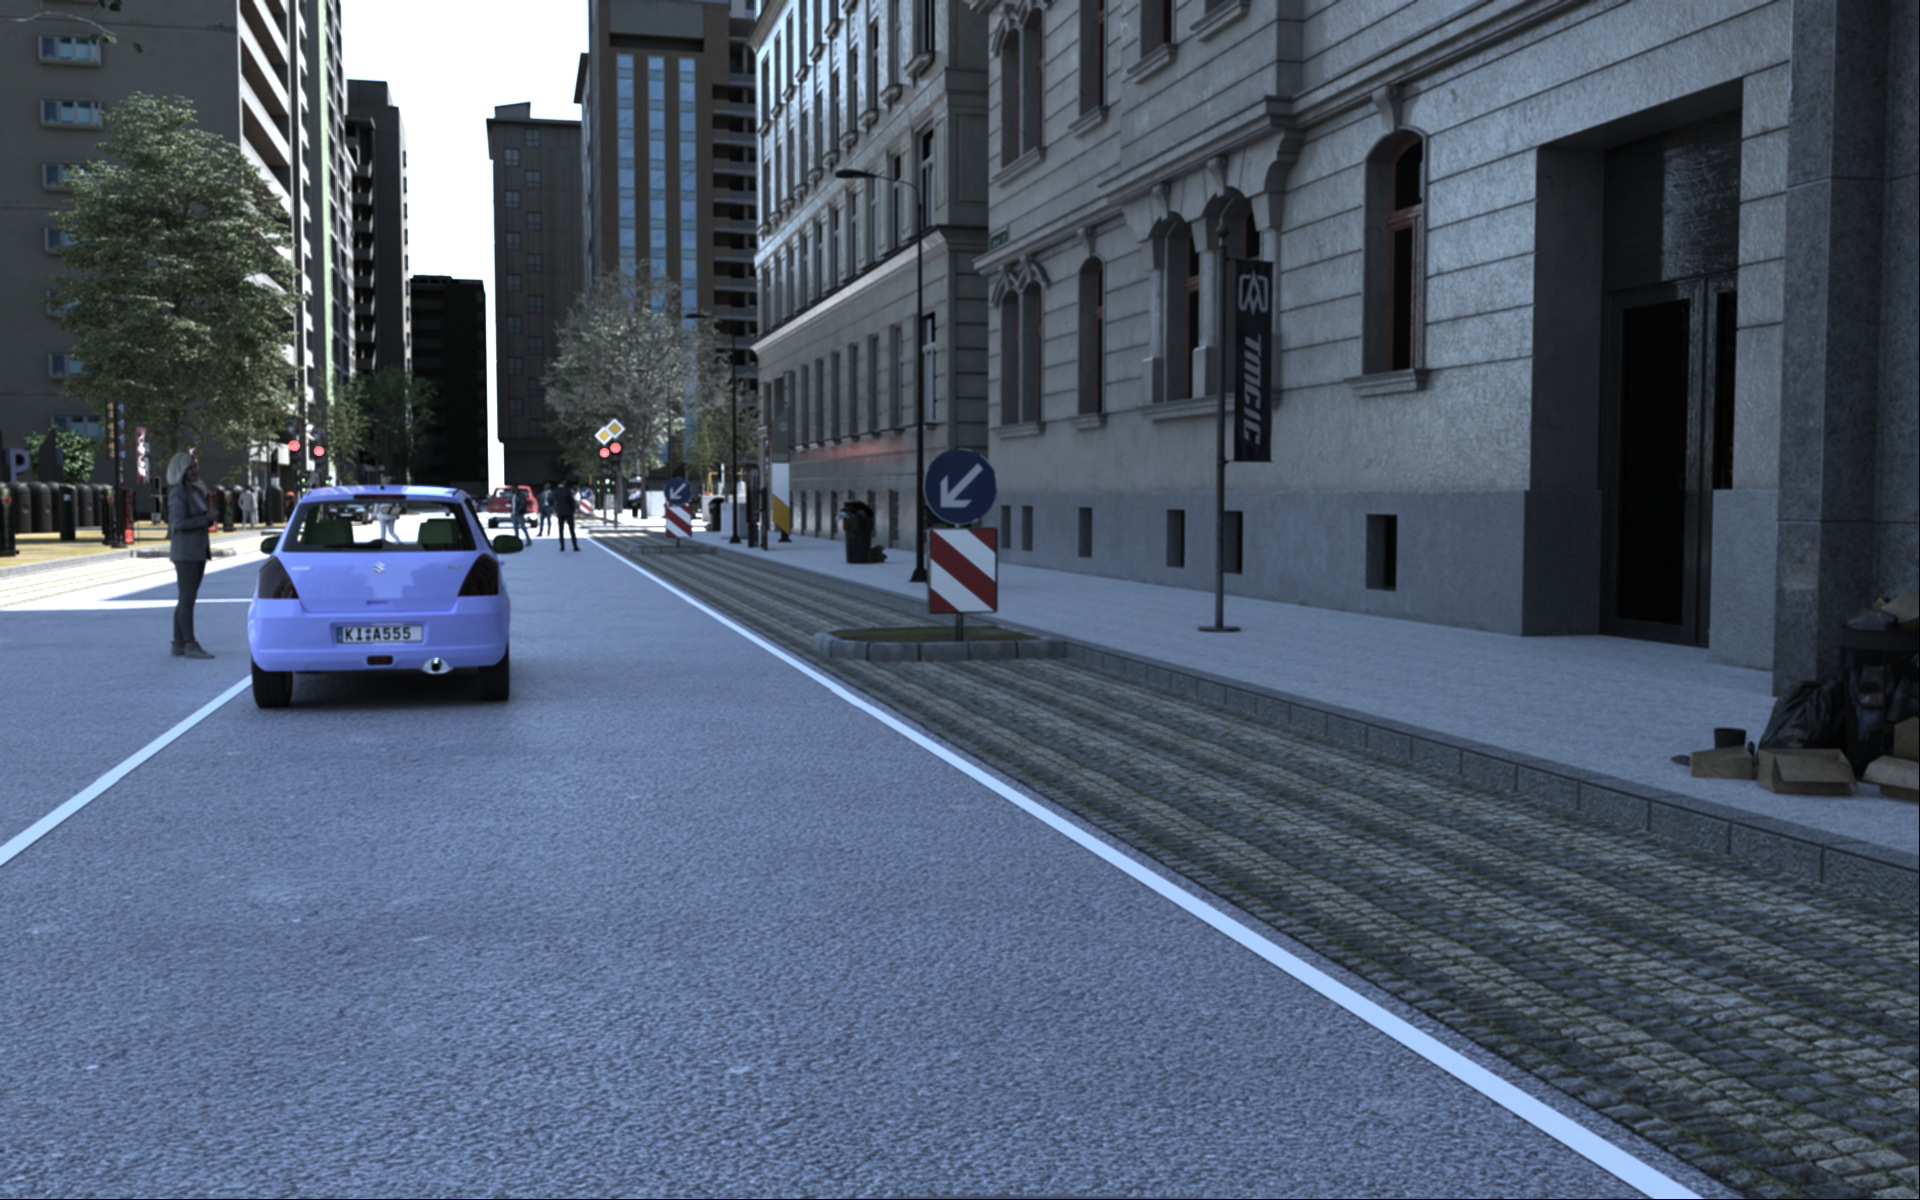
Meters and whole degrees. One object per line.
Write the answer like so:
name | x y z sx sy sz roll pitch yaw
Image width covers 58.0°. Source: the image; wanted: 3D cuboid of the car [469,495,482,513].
car | -37.746 -7.382 133.277 1.945 1.354 3.894 -1 4 -13

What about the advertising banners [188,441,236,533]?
advertising banners | -24.915 -3.758 57.627 0.090 3.025 2.074 1 4 20

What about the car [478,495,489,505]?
car | -54.615 -11.398 198.929 1.945 1.354 3.894 -1 4 -13

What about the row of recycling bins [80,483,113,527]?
row of recycling bins | -34.067 -3.694 67.517 1.069 1.692 3.534 0 4 2

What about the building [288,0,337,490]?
building | -51.129 -26.589 118.325 14.154 41.232 14.086 -1 4 -14

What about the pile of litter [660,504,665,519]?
pile of litter | -14.981 -4.658 90.122 1.176 0.858 1.719 -2 4 -28

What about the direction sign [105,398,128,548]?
direction sign | -20.057 -3.010 41.205 0.379 3.537 0.876 0 4 -1

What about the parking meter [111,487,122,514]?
parking meter | -28.293 -3.040 58.117 0.372 1.533 0.369 0 3 0

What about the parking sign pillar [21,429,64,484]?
parking sign pillar | -37.843 -5.115 72.107 1.447 3.967 1.447 3 4 37

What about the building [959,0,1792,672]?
building | 9.207 -14.440 23.481 14.401 28.519 23.554 -1 4 -14

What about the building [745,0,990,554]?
building | 3.236 -13.270 50.248 16.112 22.955 30.059 -1 4 -14

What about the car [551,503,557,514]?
car | -29.100 -6.980 126.708 1.945 1.354 3.894 -1 4 -15

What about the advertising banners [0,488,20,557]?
advertising banners | -19.543 -2.346 34.543 0.090 3.025 2.074 0 4 8

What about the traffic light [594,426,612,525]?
traffic light | -14.739 -5.064 71.715 0.839 4.253 0.868 -1 4 -14

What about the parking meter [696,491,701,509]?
parking meter | -22.313 -8.529 147.853 0.372 1.533 0.369 0 3 0

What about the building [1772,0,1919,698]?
building | 13.431 -11.258 2.095 12.078 24.808 19.932 -1 4 -14

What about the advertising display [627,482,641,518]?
advertising display | -17.745 -5.464 94.556 0.974 1.923 0.123 2 4 30

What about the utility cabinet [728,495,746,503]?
utility cabinet | -11.874 -4.982 92.613 1.020 1.237 0.306 -2 4 -29

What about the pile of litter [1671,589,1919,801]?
pile of litter | 4.000 0.392 7.556 1.176 0.858 1.719 -2 4 -24

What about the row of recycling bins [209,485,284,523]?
row of recycling bins | -31.572 -4.246 76.540 3.534 1.692 1.069 0 4 8

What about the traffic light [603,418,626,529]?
traffic light | -12.751 -4.591 63.981 0.839 4.253 0.868 -1 4 -14

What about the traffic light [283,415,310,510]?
traffic light | -23.461 -4.422 61.221 0.839 4.253 0.868 -1 4 -14

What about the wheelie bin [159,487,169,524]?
wheelie bin | -34.103 -4.100 74.943 0.980 1.594 0.693 -2 4 -28

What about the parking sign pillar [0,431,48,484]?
parking sign pillar | -40.437 -5.247 74.259 1.447 3.967 1.447 1 4 17

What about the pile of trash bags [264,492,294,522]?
pile of trash bags | -31.172 -4.299 80.037 1.912 1.369 3.447 -1 4 -14

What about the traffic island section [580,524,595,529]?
traffic island section | -14.698 -3.031 71.840 2.009 0.180 2.903 -1 4 -14

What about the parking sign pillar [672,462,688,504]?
parking sign pillar | -23.416 -9.569 144.927 1.447 3.967 1.447 2 4 24

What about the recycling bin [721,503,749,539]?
recycling bin | -6.339 -2.256 49.439 0.722 1.027 0.722 3 4 37

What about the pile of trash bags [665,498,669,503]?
pile of trash bags | -21.844 -7.110 125.999 1.912 1.369 3.447 -2 4 -29

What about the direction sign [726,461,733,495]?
direction sign | -15.460 -7.635 116.832 0.876 3.537 0.379 2 4 33

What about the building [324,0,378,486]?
building | -61.209 -43.354 147.094 20.563 71.187 20.611 -1 4 -14

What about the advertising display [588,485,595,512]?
advertising display | -26.011 -7.157 122.230 0.123 1.923 0.974 -2 4 -33

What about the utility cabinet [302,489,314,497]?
utility cabinet | -31.244 -4.561 83.246 0.318 1.500 1.173 -3 5 -43

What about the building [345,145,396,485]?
building | -72.610 -29.182 169.001 32.217 40.220 23.993 -1 4 -14

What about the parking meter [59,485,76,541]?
parking meter | -24.567 -2.400 47.651 0.372 1.533 0.369 0 3 0

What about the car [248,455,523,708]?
car | -4.286 -0.213 13.075 1.945 1.707 3.694 -1 4 -16

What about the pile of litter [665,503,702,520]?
pile of litter | -13.534 -4.421 86.242 1.719 0.858 1.176 3 4 36

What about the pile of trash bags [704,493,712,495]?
pile of trash bags | -13.887 -5.821 104.925 3.447 1.369 1.912 0 4 3

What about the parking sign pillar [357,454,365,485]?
parking sign pillar | -40.637 -7.890 117.470 1.447 3.967 1.447 -1 4 -22

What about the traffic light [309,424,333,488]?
traffic light | -25.450 -4.895 68.956 0.839 4.253 0.868 -1 4 -14

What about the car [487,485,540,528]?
car | -19.064 -3.994 73.979 2.281 1.827 5.304 -1 4 -13

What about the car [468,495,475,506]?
car | -32.516 -6.147 112.508 2.014 1.417 4.499 -1 4 -15

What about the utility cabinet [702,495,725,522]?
utility cabinet | -11.186 -4.122 78.556 1.020 1.237 0.306 -1 4 -18

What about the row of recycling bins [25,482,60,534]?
row of recycling bins | -30.606 -3.033 56.710 1.069 1.692 3.534 1 4 10

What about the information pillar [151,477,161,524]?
information pillar | -35.052 -4.343 75.494 0.304 2.012 0.304 -3 5 -44

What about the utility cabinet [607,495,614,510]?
utility cabinet | -28.070 -7.815 138.930 1.020 1.237 0.306 0 4 -8

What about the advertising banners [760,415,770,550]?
advertising banners | -4.456 -2.651 39.536 0.090 3.025 2.074 -1 4 -10

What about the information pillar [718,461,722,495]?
information pillar | -17.216 -8.123 124.170 0.183 3.616 0.504 -2 4 -31

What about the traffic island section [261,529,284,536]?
traffic island section | -23.502 -2.389 61.346 2.009 0.180 2.903 -1 4 -14

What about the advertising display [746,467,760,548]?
advertising display | -4.997 -2.239 41.821 0.123 1.923 0.974 0 4 6

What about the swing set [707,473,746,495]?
swing set | -16.966 -7.969 127.905 3.119 2.851 2.862 -1 4 -21

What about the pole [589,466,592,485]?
pole | -27.264 -8.190 127.746 0.158 3.312 0.155 0 3 0

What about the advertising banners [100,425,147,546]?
advertising banners | -21.051 -2.906 43.701 0.090 3.025 2.074 0 4 5

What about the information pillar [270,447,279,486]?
information pillar | -34.418 -5.852 87.035 0.504 3.616 0.183 2 4 30

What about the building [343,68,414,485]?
building | -74.581 -35.148 198.375 21.600 48.544 21.300 -1 4 -14

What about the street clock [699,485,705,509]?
street clock | -21.419 -8.523 143.928 0.358 2.002 0.471 2 4 32

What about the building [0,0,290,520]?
building | -48.262 -28.655 92.206 21.300 48.544 21.600 -1 4 -14

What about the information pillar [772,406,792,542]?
information pillar | -4.766 -3.357 46.247 0.504 3.616 0.183 0 4 8

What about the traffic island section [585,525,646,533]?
traffic island section | -12.709 -2.558 64.105 2.009 0.180 2.903 -1 4 -14

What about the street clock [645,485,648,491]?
street clock | -25.980 -8.470 143.047 0.358 2.002 0.471 2 4 31
